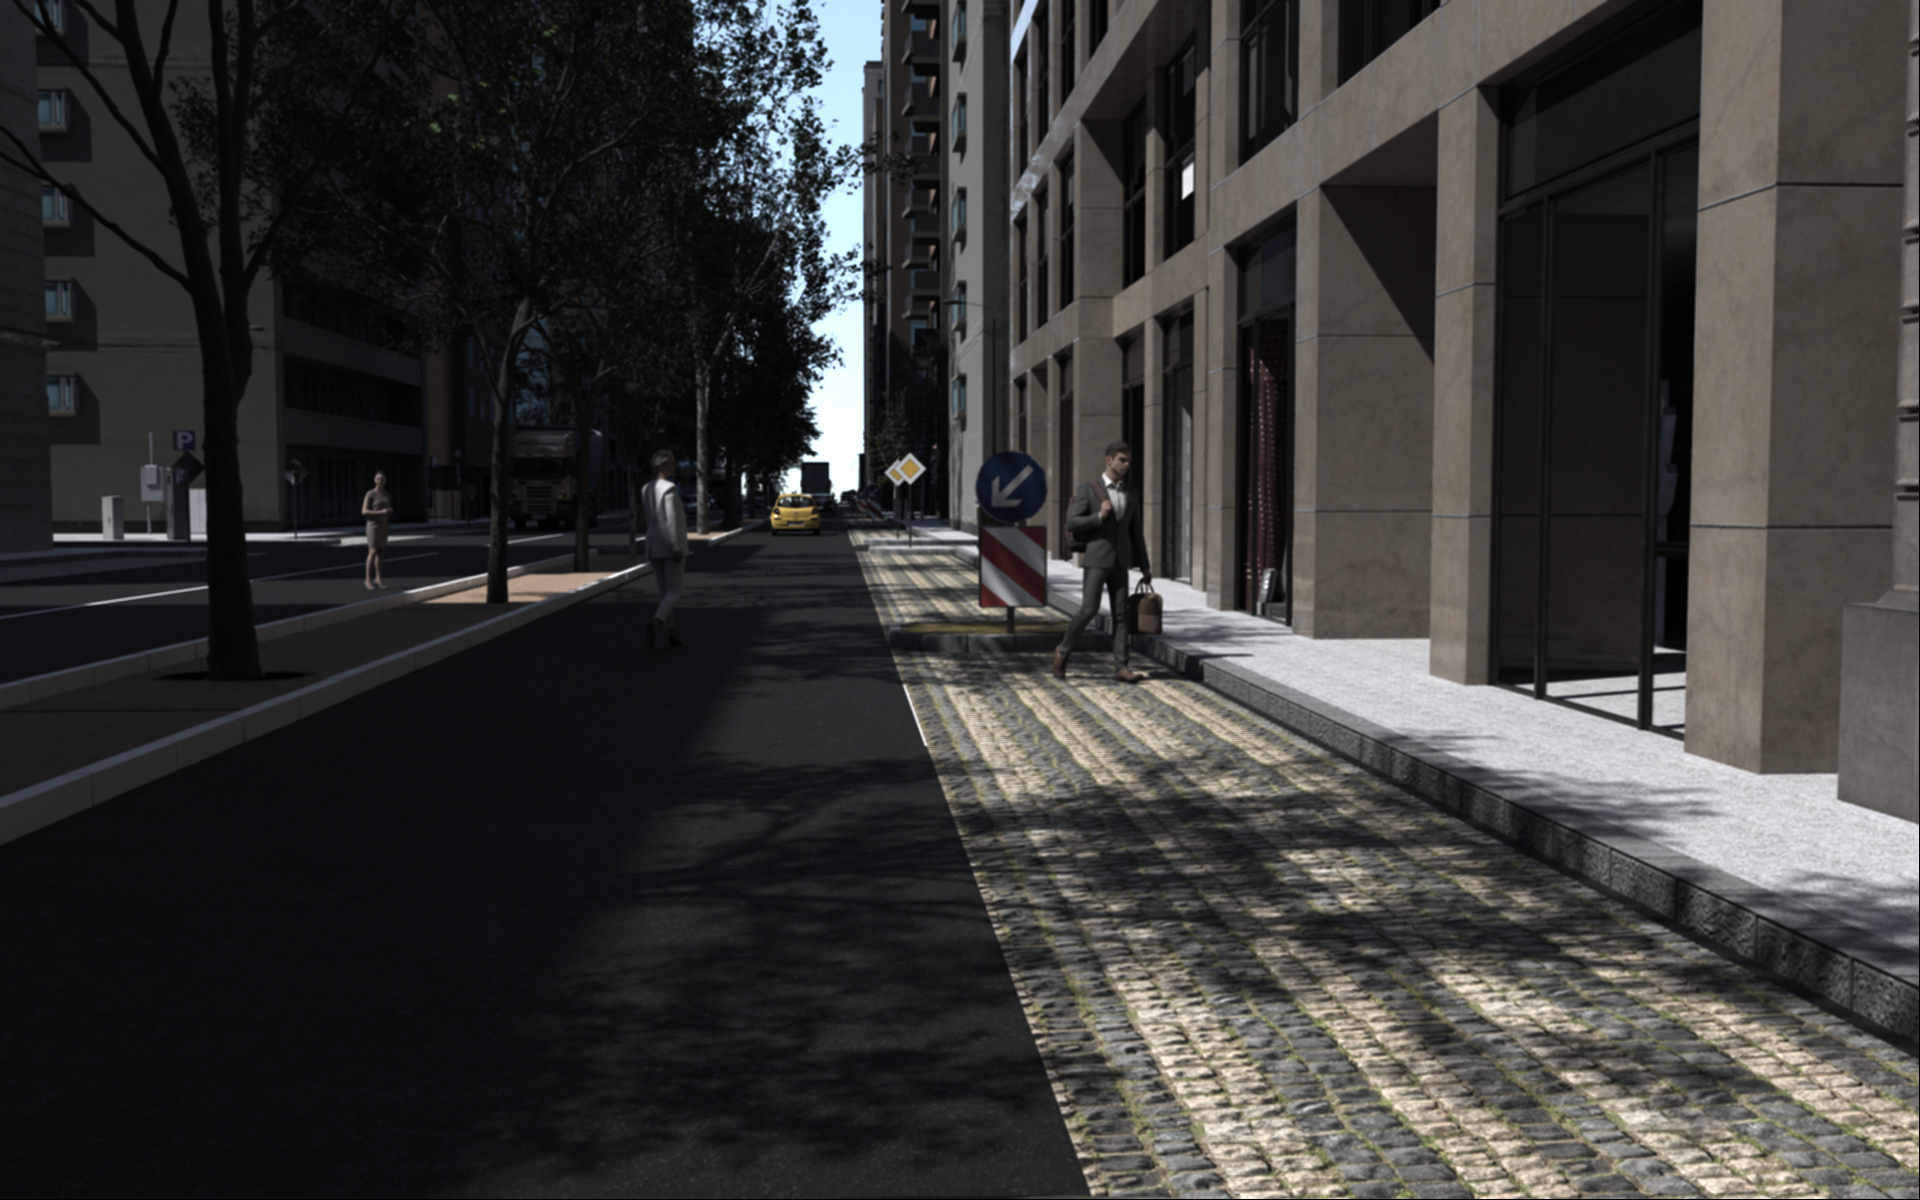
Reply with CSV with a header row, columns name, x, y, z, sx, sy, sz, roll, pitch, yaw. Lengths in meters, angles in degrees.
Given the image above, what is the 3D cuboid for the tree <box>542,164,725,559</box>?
name,x,y,z,sx,sy,sz,roll,pitch,yaw
tree,-7.157,-5.182,37.553,4.360,8.622,3.978,0,3,0

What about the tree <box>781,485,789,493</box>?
name,x,y,z,sx,sy,sz,roll,pitch,yaw
tree,-12.309,-9.513,108.356,4.360,8.622,3.978,0,3,0

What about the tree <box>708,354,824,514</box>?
name,x,y,z,sx,sy,sz,roll,pitch,yaw
tree,-13.334,-12.235,120.624,7.486,12.596,7.792,0,3,0

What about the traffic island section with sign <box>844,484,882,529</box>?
name,x,y,z,sx,sy,sz,roll,pitch,yaw
traffic island section with sign,-3.707,-3.872,71.936,1.989,1.847,2.006,0,4,-4

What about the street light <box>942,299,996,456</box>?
name,x,y,z,sx,sy,sz,roll,pitch,yaw
street light,0.275,-4.220,41.540,1.470,5.913,1.316,0,4,-4

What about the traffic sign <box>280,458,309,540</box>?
name,x,y,z,sx,sy,sz,roll,pitch,yaw
traffic sign,-18.525,-2.729,48.257,0.795,2.450,0.064,0,4,-4

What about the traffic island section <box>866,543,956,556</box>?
name,x,y,z,sx,sy,sz,roll,pitch,yaw
traffic island section,-1.172,-1.179,41.562,2.009,0.180,2.903,0,4,-4

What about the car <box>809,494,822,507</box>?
name,x,y,z,sx,sy,sz,roll,pitch,yaw
car,-9.181,-5.625,102.189,2.015,1.641,3.980,0,4,-4

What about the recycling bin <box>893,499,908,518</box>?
name,x,y,z,sx,sy,sz,roll,pitch,yaw
recycling bin,-3.273,-5.050,95.118,0.722,1.027,0.722,-1,4,-13

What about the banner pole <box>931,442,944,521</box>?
name,x,y,z,sx,sy,sz,roll,pitch,yaw
banner pole,-1.124,-5.736,83.805,0.863,3.779,0.401,3,5,43

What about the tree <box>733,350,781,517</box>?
name,x,y,z,sx,sy,sz,roll,pitch,yaw
tree,-10.235,-7.645,77.820,4.360,8.622,3.978,0,3,0

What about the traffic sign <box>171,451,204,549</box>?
name,x,y,z,sx,sy,sz,roll,pitch,yaw
traffic sign,-17.947,-2.242,40.293,0.795,2.450,0.064,0,4,-4

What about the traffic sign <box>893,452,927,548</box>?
name,x,y,z,sx,sy,sz,roll,pitch,yaw
traffic sign,-1.195,-2.314,41.483,0.795,2.450,0.064,0,4,-4

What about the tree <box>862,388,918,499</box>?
name,x,y,z,sx,sy,sz,roll,pitch,yaw
tree,-4.577,-10.331,119.280,4.737,8.622,4.395,0,3,0

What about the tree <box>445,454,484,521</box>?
name,x,y,z,sx,sy,sz,roll,pitch,yaw
tree,-23.856,-5.476,84.134,1.663,3.219,1.824,0,3,0

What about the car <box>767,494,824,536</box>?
name,x,y,z,sx,sy,sz,roll,pitch,yaw
car,-5.780,-3.094,60.812,2.015,1.641,3.980,0,4,-6

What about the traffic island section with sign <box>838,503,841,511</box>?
name,x,y,z,sx,sy,sz,roll,pitch,yaw
traffic island section with sign,-9.328,-8.604,149.297,1.989,1.847,2.006,0,4,-4

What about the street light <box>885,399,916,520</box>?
name,x,y,z,sx,sy,sz,roll,pitch,yaw
street light,-2.869,-6.868,84.831,1.470,5.913,1.316,0,4,-4

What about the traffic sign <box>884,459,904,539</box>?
name,x,y,z,sx,sy,sz,roll,pitch,yaw
traffic sign,-1.773,-2.802,49.448,0.795,2.450,0.064,0,4,-4

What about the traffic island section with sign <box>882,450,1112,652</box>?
name,x,y,z,sx,sy,sz,roll,pitch,yaw
traffic island section with sign,0.310,-0.483,16.520,1.989,1.847,2.006,0,4,-4

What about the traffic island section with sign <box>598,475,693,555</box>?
name,x,y,z,sx,sy,sz,roll,pitch,yaw
traffic island section with sign,-7.536,-2.031,41.342,2.006,1.907,1.989,0,4,-4

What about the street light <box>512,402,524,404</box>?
name,x,y,z,sx,sy,sz,roll,pitch,yaw
street light,-22.733,-7.035,87.567,1.470,5.913,1.316,0,4,-4

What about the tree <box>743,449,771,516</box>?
name,x,y,z,sx,sy,sz,roll,pitch,yaw
tree,-12.739,-9.880,114.358,4.737,8.622,4.395,0,3,0

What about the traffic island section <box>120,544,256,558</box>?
name,x,y,z,sx,sy,sz,roll,pitch,yaw
traffic island section,-17.970,-1.105,40.353,2.009,0.180,2.903,0,4,-4

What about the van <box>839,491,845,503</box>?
name,x,y,z,sx,sy,sz,roll,pitch,yaw
van,-17.558,-15.826,265.769,2.013,2.044,4.112,0,4,-5

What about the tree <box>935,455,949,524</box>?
name,x,y,z,sx,sy,sz,roll,pitch,yaw
tree,-0.199,-4.913,74.929,1.663,3.219,1.824,0,3,0

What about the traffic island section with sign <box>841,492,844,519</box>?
name,x,y,z,sx,sy,sz,roll,pitch,yaw
traffic island section with sign,-5.661,-5.516,98.821,1.989,1.847,2.006,0,4,-4

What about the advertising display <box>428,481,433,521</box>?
name,x,y,z,sx,sy,sz,roll,pitch,yaw
advertising display,-25.976,-4.804,83.758,0.974,1.923,0.123,1,4,12

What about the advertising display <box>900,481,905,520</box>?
name,x,y,z,sx,sy,sz,roll,pitch,yaw
advertising display,-2.866,-4.958,86.283,0.123,1.923,0.974,0,4,-7

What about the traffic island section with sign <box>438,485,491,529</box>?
name,x,y,z,sx,sy,sz,roll,pitch,yaw
traffic island section with sign,-20.201,-3.815,71.002,1.989,1.847,2.006,0,4,-4

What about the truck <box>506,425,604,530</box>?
name,x,y,z,sx,sy,sz,roll,pitch,yaw
truck,-16.902,-5.128,72.759,2.839,4.237,11.283,0,4,-5

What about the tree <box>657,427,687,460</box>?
name,x,y,z,sx,sy,sz,roll,pitch,yaw
tree,-31.744,-17.133,198.256,7.486,12.596,7.792,0,3,0

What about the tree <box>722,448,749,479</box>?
name,x,y,z,sx,sy,sz,roll,pitch,yaw
tree,-37.704,-22.759,282.477,12.009,13.543,11.850,0,3,0

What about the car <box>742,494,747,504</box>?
name,x,y,z,sx,sy,sz,roll,pitch,yaw
car,-28.093,-13.066,225.636,2.014,1.417,4.499,0,4,-5

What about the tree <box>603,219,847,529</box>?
name,x,y,z,sx,sy,sz,roll,pitch,yaw
tree,-9.438,-9.248,70.662,9.611,12.733,9.660,0,3,0

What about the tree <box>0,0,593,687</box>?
name,x,y,z,sx,sy,sz,roll,pitch,yaw
tree,-5.722,-5.194,13.141,9.928,11.665,9.643,0,3,0

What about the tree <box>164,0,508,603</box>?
name,x,y,z,sx,sy,sz,roll,pitch,yaw
tree,-6.059,-5.208,22.020,8.767,10.594,7.601,0,4,-4

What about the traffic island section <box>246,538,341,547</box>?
name,x,y,z,sx,sy,sz,roll,pitch,yaw
traffic island section,-18.548,-1.592,48.317,2.009,0.180,2.903,0,4,-4

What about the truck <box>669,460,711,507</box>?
name,x,y,z,sx,sy,sz,roll,pitch,yaw
truck,-22.210,-9.361,142.812,2.967,4.110,18.799,0,4,-6

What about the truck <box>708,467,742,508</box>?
name,x,y,z,sx,sy,sz,roll,pitch,yaw
truck,-24.390,-11.706,180.302,2.839,4.237,11.283,0,4,-3

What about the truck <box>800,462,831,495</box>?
name,x,y,z,sx,sy,sz,roll,pitch,yaw
truck,-13.034,-10.232,156.209,2.839,4.237,11.283,0,4,-5

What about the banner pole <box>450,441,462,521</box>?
name,x,y,z,sx,sy,sz,roll,pitch,yaw
banner pole,-23.881,-5.628,82.031,0.401,3.779,0.863,2,4,31

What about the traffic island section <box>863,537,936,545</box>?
name,x,y,z,sx,sy,sz,roll,pitch,yaw
traffic island section,-1.750,-1.666,49.527,2.009,0.180,2.903,0,4,-4

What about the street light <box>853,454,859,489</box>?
name,x,y,z,sx,sy,sz,roll,pitch,yaw
street light,-11.356,-13.962,200.819,1.470,5.913,1.316,0,4,-4

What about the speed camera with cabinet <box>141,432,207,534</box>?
name,x,y,z,sx,sy,sz,roll,pitch,yaw
speed camera with cabinet,-25.106,-3.744,55.556,2.038,3.252,0.660,0,4,-5

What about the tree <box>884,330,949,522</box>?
name,x,y,z,sx,sy,sz,roll,pitch,yaw
tree,-1.670,-7.837,78.501,4.360,8.622,3.978,0,3,0

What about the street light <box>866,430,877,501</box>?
name,x,y,z,sx,sy,sz,roll,pitch,yaw
street light,-5.810,-9.292,124.463,1.470,5.913,1.316,0,4,-4

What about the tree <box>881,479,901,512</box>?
name,x,y,z,sx,sy,sz,roll,pitch,yaw
tree,-4.928,-8.123,127.405,1.663,3.219,1.824,0,3,0

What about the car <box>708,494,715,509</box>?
name,x,y,z,sx,sy,sz,roll,pitch,yaw
car,-24.052,-9.246,163.169,2.014,1.417,4.499,0,4,-5

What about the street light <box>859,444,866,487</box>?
name,x,y,z,sx,sy,sz,roll,pitch,yaw
street light,-8.452,-11.572,161.738,1.470,5.913,1.316,0,4,-4

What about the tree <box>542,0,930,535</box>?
name,x,y,z,sx,sy,sz,roll,pitch,yaw
tree,-7.728,-12.293,59.339,12.611,20.169,13.585,0,3,0

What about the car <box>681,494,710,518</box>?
name,x,y,z,sx,sy,sz,roll,pitch,yaw
car,-15.908,-5.592,103.434,2.014,1.417,4.499,0,4,-3

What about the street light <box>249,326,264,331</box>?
name,x,y,z,sx,sy,sz,roll,pitch,yaw
street light,-19.944,-4.617,48.022,1.470,5.913,1.316,0,4,-4

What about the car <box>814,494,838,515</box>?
name,x,y,z,sx,sy,sz,roll,pitch,yaw
car,-9.338,-6.474,117.650,2.131,1.459,4.920,0,4,-4
